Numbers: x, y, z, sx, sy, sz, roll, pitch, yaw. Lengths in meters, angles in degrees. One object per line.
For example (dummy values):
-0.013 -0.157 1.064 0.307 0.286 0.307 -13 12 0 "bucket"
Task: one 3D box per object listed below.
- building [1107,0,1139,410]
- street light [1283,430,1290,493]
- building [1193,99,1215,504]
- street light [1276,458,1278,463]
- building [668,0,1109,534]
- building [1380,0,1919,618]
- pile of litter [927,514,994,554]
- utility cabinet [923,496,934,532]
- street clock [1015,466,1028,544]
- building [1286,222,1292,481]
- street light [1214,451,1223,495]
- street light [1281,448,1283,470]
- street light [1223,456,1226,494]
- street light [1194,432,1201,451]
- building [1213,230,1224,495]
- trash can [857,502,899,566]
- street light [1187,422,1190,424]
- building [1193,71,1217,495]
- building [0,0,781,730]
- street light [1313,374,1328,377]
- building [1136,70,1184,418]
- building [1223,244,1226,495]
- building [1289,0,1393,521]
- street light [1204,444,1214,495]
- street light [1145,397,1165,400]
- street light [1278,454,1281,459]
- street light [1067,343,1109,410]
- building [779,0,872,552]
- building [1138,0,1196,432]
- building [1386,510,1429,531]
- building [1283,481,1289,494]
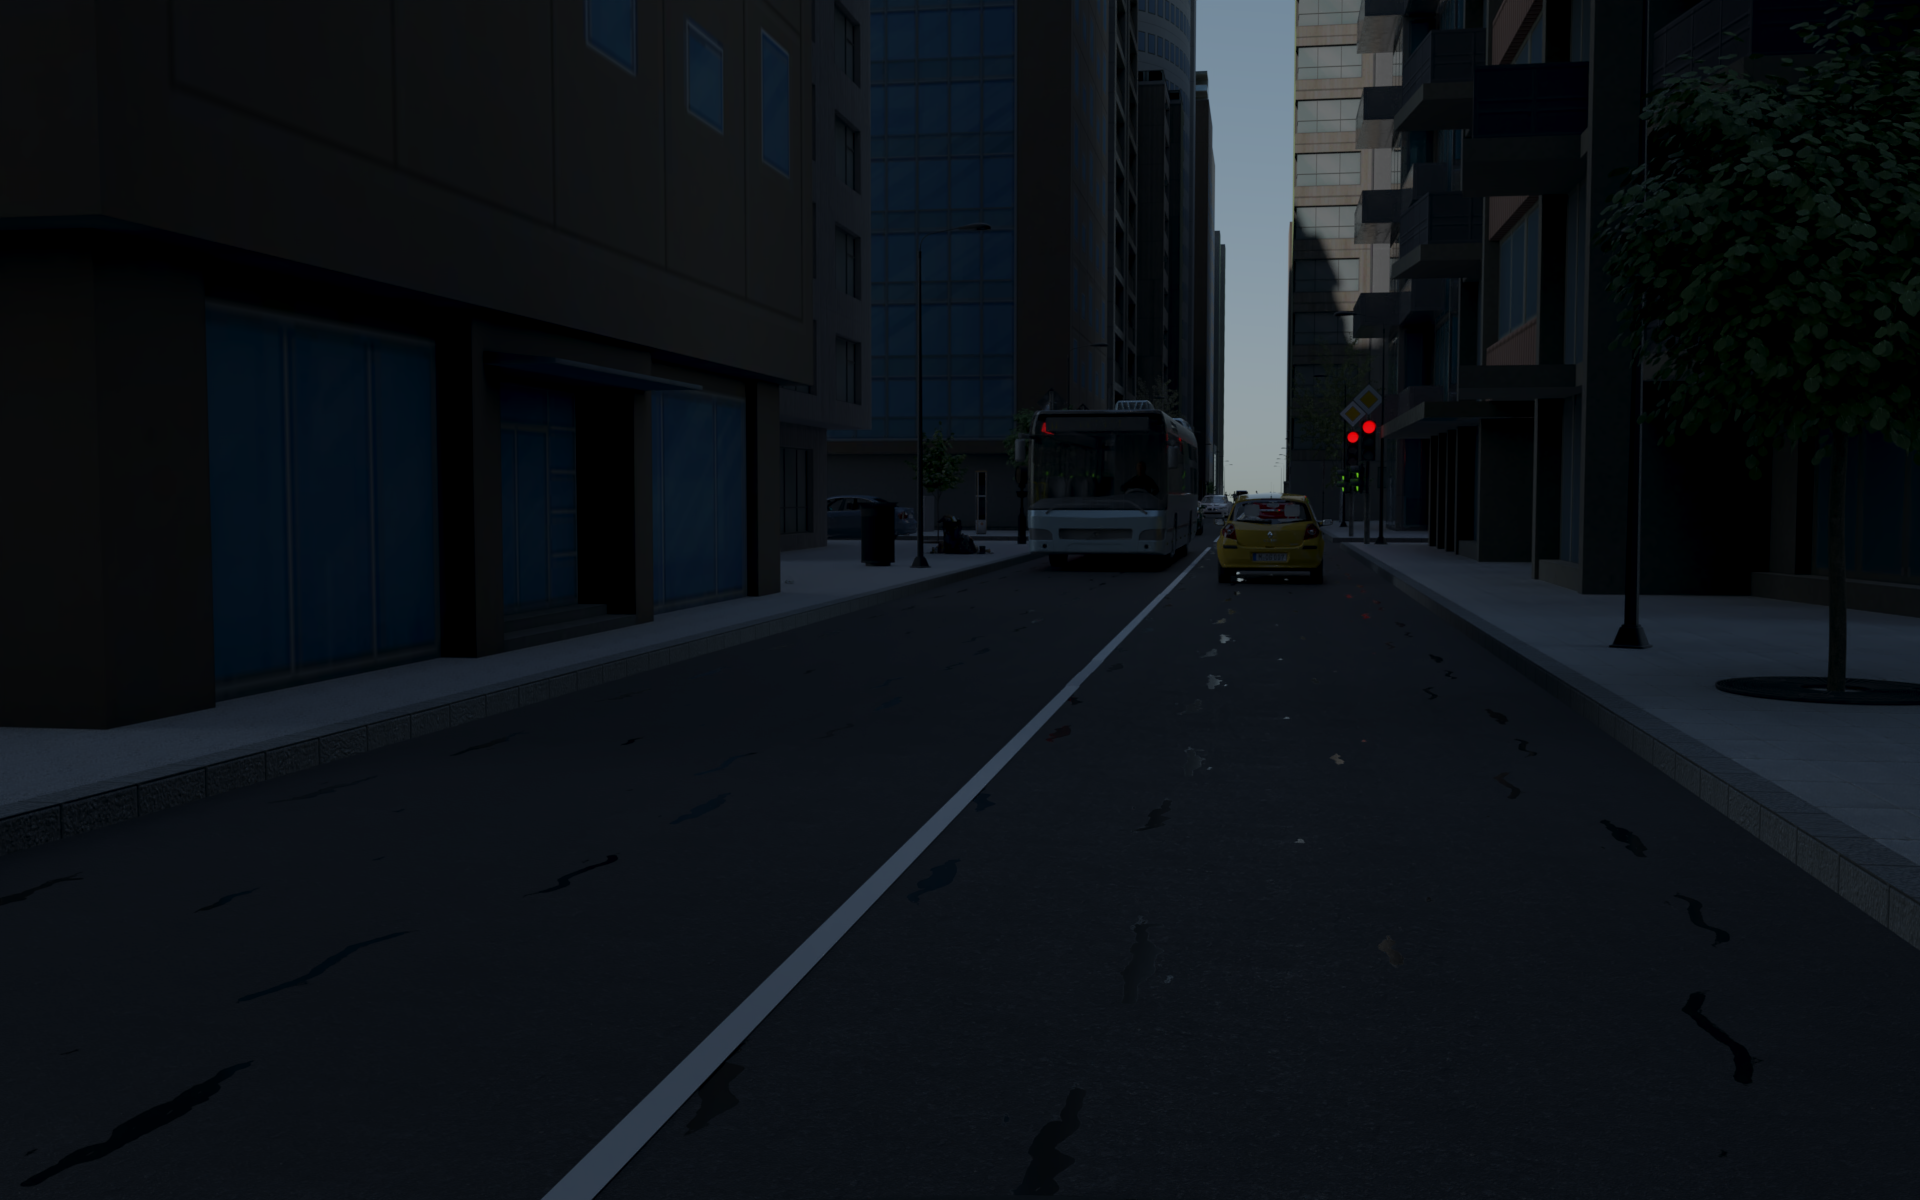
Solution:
1.091 -39.925 91.025 20.563 71.187 20.611 1 4 10 "building"
24.417 -9.377 125.859 1.470 5.913 1.316 1 4 10 "street light"
20.960 -33.268 194.038 14.600 45.320 14.200 1 4 10 "building"
37.806 -14.013 201.655 1.470 5.913 1.316 1 4 10 "street light"
-1.799 -25.472 66.577 14.600 45.320 14.200 1 4 10 "building"
18.846 -22.792 27.282 22.147 44.769 28.867 1 4 10 "building"
-0.080 -1.431 37.364 1.176 0.858 1.719 -3 5 -45 "pile of litter"
-1.169 -2.929 59.049 0.306 1.237 1.020 1 4 17 "utility cabinet"
1.590 -2.436 44.397 0.358 2.002 0.471 -1 4 -18 "street clock"
58.951 -38.195 274.596 14.600 45.320 14.200 1 4 10 "building"
27.589 -13.213 188.576 1.470 5.913 1.316 1 4 10 "street light"
27.603 -10.457 143.518 1.470 5.913 1.316 1 4 10 "street light"
31.371 -14.570 210.767 1.470 5.913 1.316 1 4 10 "street light"
17.243 -9.582 129.204 1.470 5.913 1.316 1 4 10 "street light"
32.071 -35.404 262.451 14.154 41.232 14.086 1 4 10 "building"
-1.464 -1.177 30.890 0.748 1.137 0.748 0 3 0 "trash can"
14.114 -8.515 111.763 1.470 5.913 1.316 1 4 10 "street light"
24.659 -56.688 239.518 22.319 86.520 31.000 1 4 10 "building"
-9.944 -22.363 15.750 14.600 45.320 14.200 1 4 10 "building"
14.351 -5.784 67.116 1.470 5.913 1.316 1 4 10 "street light"
8.005 -21.277 119.577 14.160 30.474 14.107 1 4 10 "building"
35.030 -36.272 276.642 14.154 41.232 14.086 1 4 10 "building"
24.155 -24.763 88.463 14.154 41.232 14.086 1 4 10 "building"
22.395 -11.430 159.423 1.470 5.913 1.316 1 4 10 "street light"
9.056 -6.737 82.692 1.470 5.913 1.316 1 4 10 "street light"
32.683 -12.236 172.595 1.470 5.913 1.316 1 4 10 "street light"
3.870 -4.948 53.442 1.470 5.913 1.316 1 4 10 "street light"
-9.692 -21.747 39.164 14.086 41.232 14.154 1 4 10 "building"
8.205 -36.724 142.435 21.231 58.520 28.212 1 4 10 "building"
29.576 -26.968 60.530 30.456 49.044 23.786 1 4 10 "building"
64.336 -34.397 254.278 32.217 40.220 23.993 1 4 10 "building"
